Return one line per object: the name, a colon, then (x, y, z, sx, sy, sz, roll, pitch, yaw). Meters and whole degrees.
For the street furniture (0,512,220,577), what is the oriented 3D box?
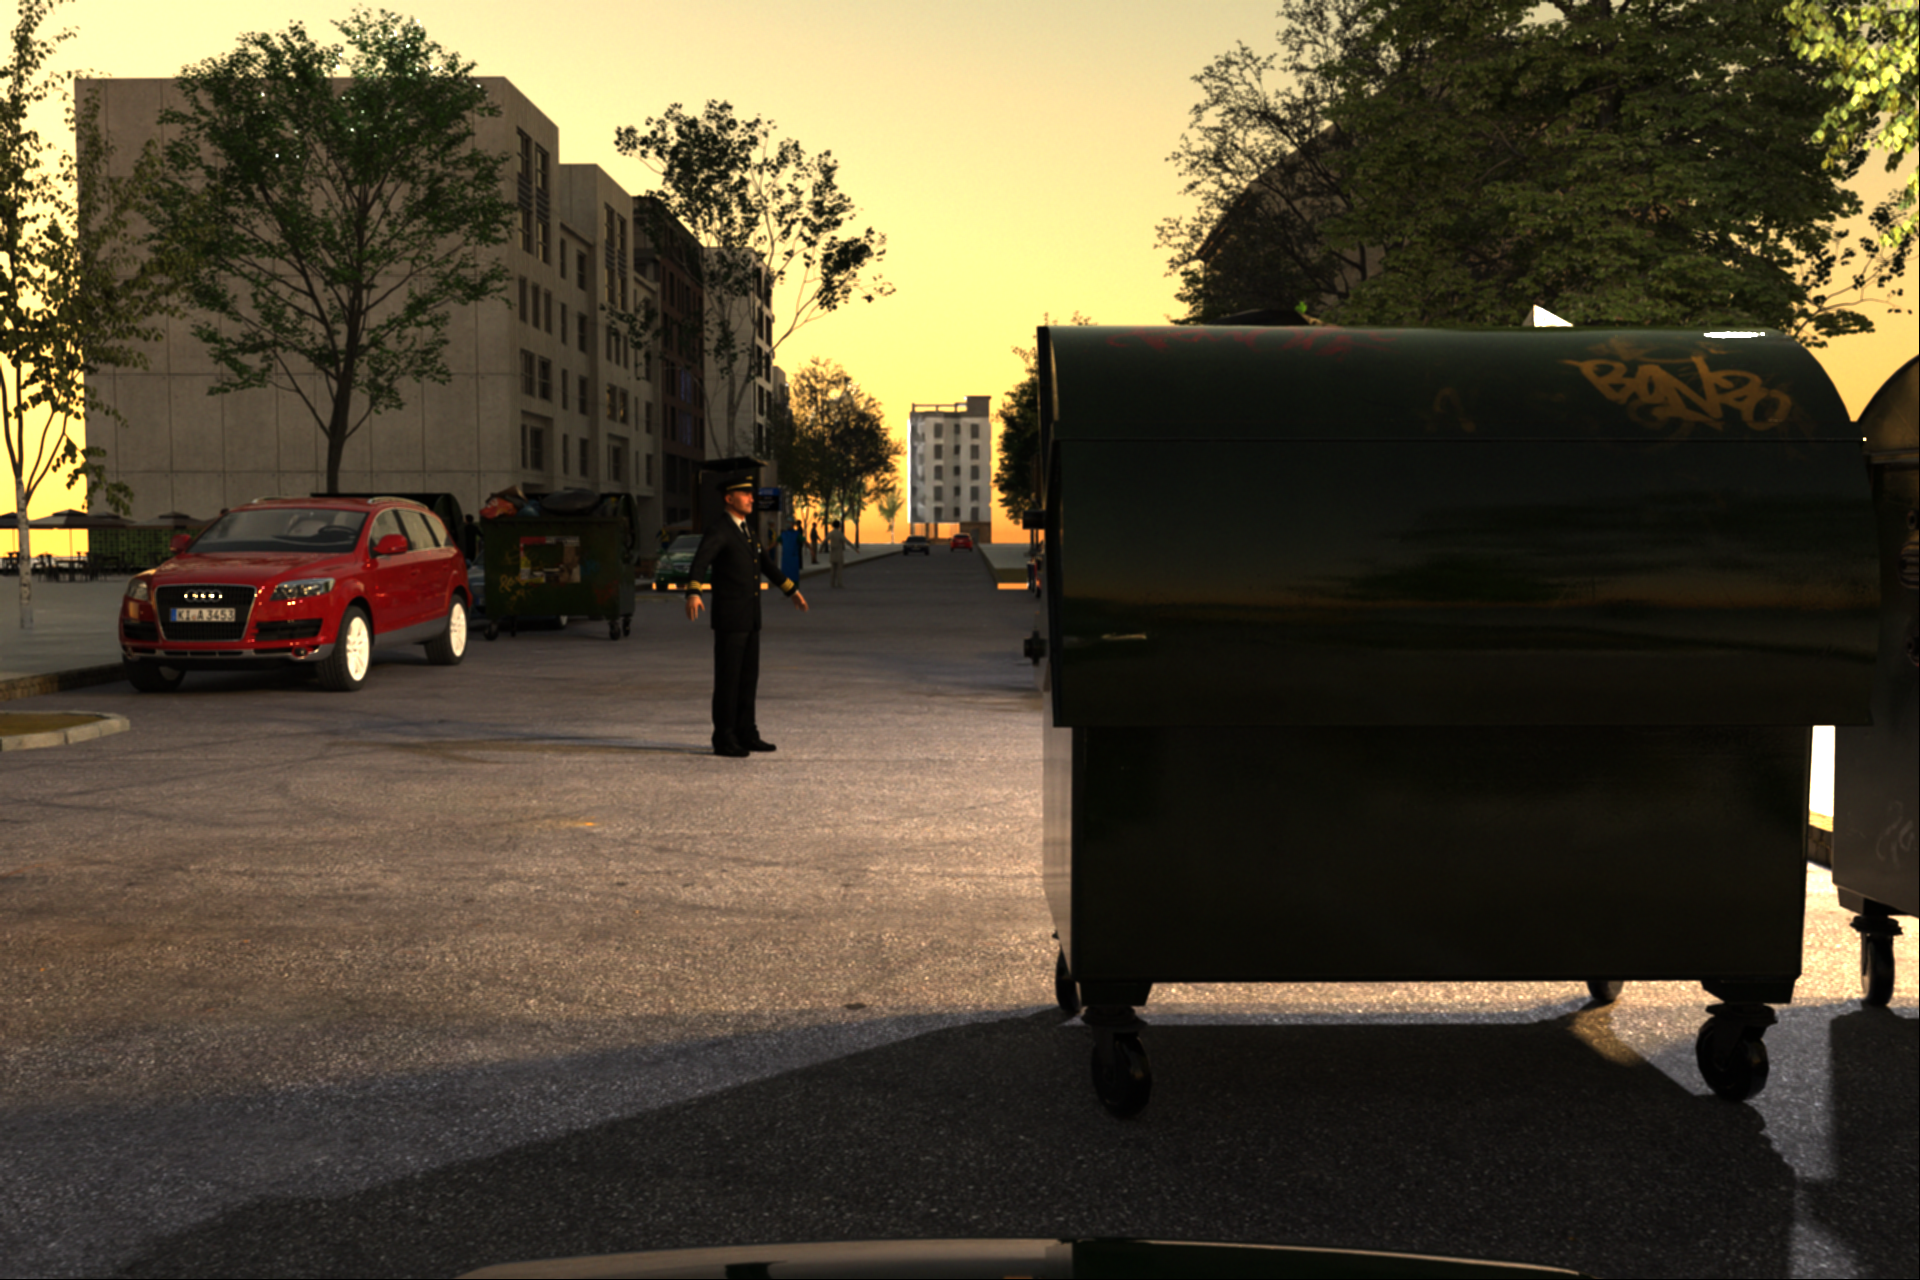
street furniture: (-27.078, -3.168, 56.821, 27.439, 1.986, 14.083, -1, 4, -9)

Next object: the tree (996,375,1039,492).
tree: (5.664, -11.040, 106.258, 9.928, 11.665, 9.643, 0, 3, 0)

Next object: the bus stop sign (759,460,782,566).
bus stop sign: (-6.822, -4.454, 61.846, 0.837, 3.901, 0.837, 0, 4, 2)

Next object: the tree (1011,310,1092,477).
tree: (5.646, -8.471, 72.915, 7.601, 10.594, 8.767, 0, 4, 1)

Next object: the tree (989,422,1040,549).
tree: (5.990, -11.975, 130.206, 8.767, 10.594, 7.601, 2, 4, 30)

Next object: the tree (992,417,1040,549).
tree: (6.496, -14.065, 148.089, 7.486, 12.596, 7.792, 0, 3, 0)

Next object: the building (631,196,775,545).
building: (-28.735, -16.969, 121.423, 27.936, 21.610, 32.646, 0, 4, 1)

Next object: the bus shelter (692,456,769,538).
bus shelter: (-7.246, -3.912, 55.249, 1.731, 3.624, 6.357, 0, 4, 0)

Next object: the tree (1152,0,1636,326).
tree: (8.406, -7.567, 34.098, 12.009, 13.543, 11.850, 0, 3, 0)

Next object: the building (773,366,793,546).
building: (-27.465, -19.302, 182.049, 16.747, 18.905, 31.486, 0, 3, 0)

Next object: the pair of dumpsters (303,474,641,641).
pair of dumpsters: (-6.677, -1.144, 23.650, 4.436, 2.255, 1.574, 0, 4, 0)

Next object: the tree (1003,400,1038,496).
tree: (6.514, -11.801, 118.697, 9.928, 11.665, 9.643, 0, 3, 0)

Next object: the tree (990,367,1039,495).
tree: (5.586, -9.357, 87.391, 7.601, 10.594, 8.767, 2, 4, 26)

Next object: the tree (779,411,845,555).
tree: (-9.158, -9.369, 103.553, 4.737, 8.622, 4.395, 0, 3, 0)

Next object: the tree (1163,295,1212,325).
tree: (7.924, -6.287, 53.154, 4.360, 8.622, 3.978, 0, 3, 0)

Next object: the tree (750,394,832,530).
tree: (-9.470, -8.670, 92.121, 4.360, 8.622, 3.978, 0, 3, 0)

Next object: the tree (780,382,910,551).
tree: (-9.065, -13.759, 135.333, 12.009, 13.543, 11.850, 0, 3, 0)

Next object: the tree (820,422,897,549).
tree: (-9.164, -13.818, 151.673, 9.928, 11.665, 9.643, 0, 3, 0)

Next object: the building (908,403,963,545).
building: (-6.851, -23.415, 241.709, 11.380, 20.090, 16.016, 1, 4, 10)

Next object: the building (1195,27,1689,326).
building: (22.253, -15.477, 83.985, 19.493, 23.208, 18.063, 0, 4, 1)

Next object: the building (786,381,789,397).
building: (-26.193, -21.168, 202.518, 16.016, 20.090, 11.380, 0, 4, 1)

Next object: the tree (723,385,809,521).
tree: (-9.024, -8.243, 85.135, 4.360, 8.622, 3.978, 0, 3, 0)

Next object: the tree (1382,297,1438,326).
tree: (13.601, -6.254, 52.612, 4.737, 8.622, 4.395, 0, 3, 0)

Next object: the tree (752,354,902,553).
tree: (-9.121, -12.679, 117.667, 12.009, 13.543, 11.850, 0, 3, 0)

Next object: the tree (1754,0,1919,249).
tree: (8.266, -3.865, 13.558, 4.737, 8.622, 4.395, 0, 3, 0)

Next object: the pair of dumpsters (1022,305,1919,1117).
pair of dumpsters: (2.387, 0.011, 4.771, 4.436, 2.255, 1.574, 0, 4, -1)

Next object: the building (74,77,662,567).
building: (-25.676, -13.256, 83.190, 16.747, 18.905, 31.486, 0, 4, 1)

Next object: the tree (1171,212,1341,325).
tree: (10.640, -8.809, 62.156, 7.486, 12.596, 7.792, 0, 3, 0)

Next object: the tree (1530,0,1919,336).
tree: (24.469, -12.183, 55.083, 12.611, 20.169, 13.585, 0, 3, 0)

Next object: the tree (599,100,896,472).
tree: (-9.125, -13.348, 74.129, 12.611, 20.169, 13.585, 0, 3, 0)

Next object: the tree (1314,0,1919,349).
tree: (8.395, -6.399, 22.758, 7.486, 12.596, 7.792, 0, 3, 0)
